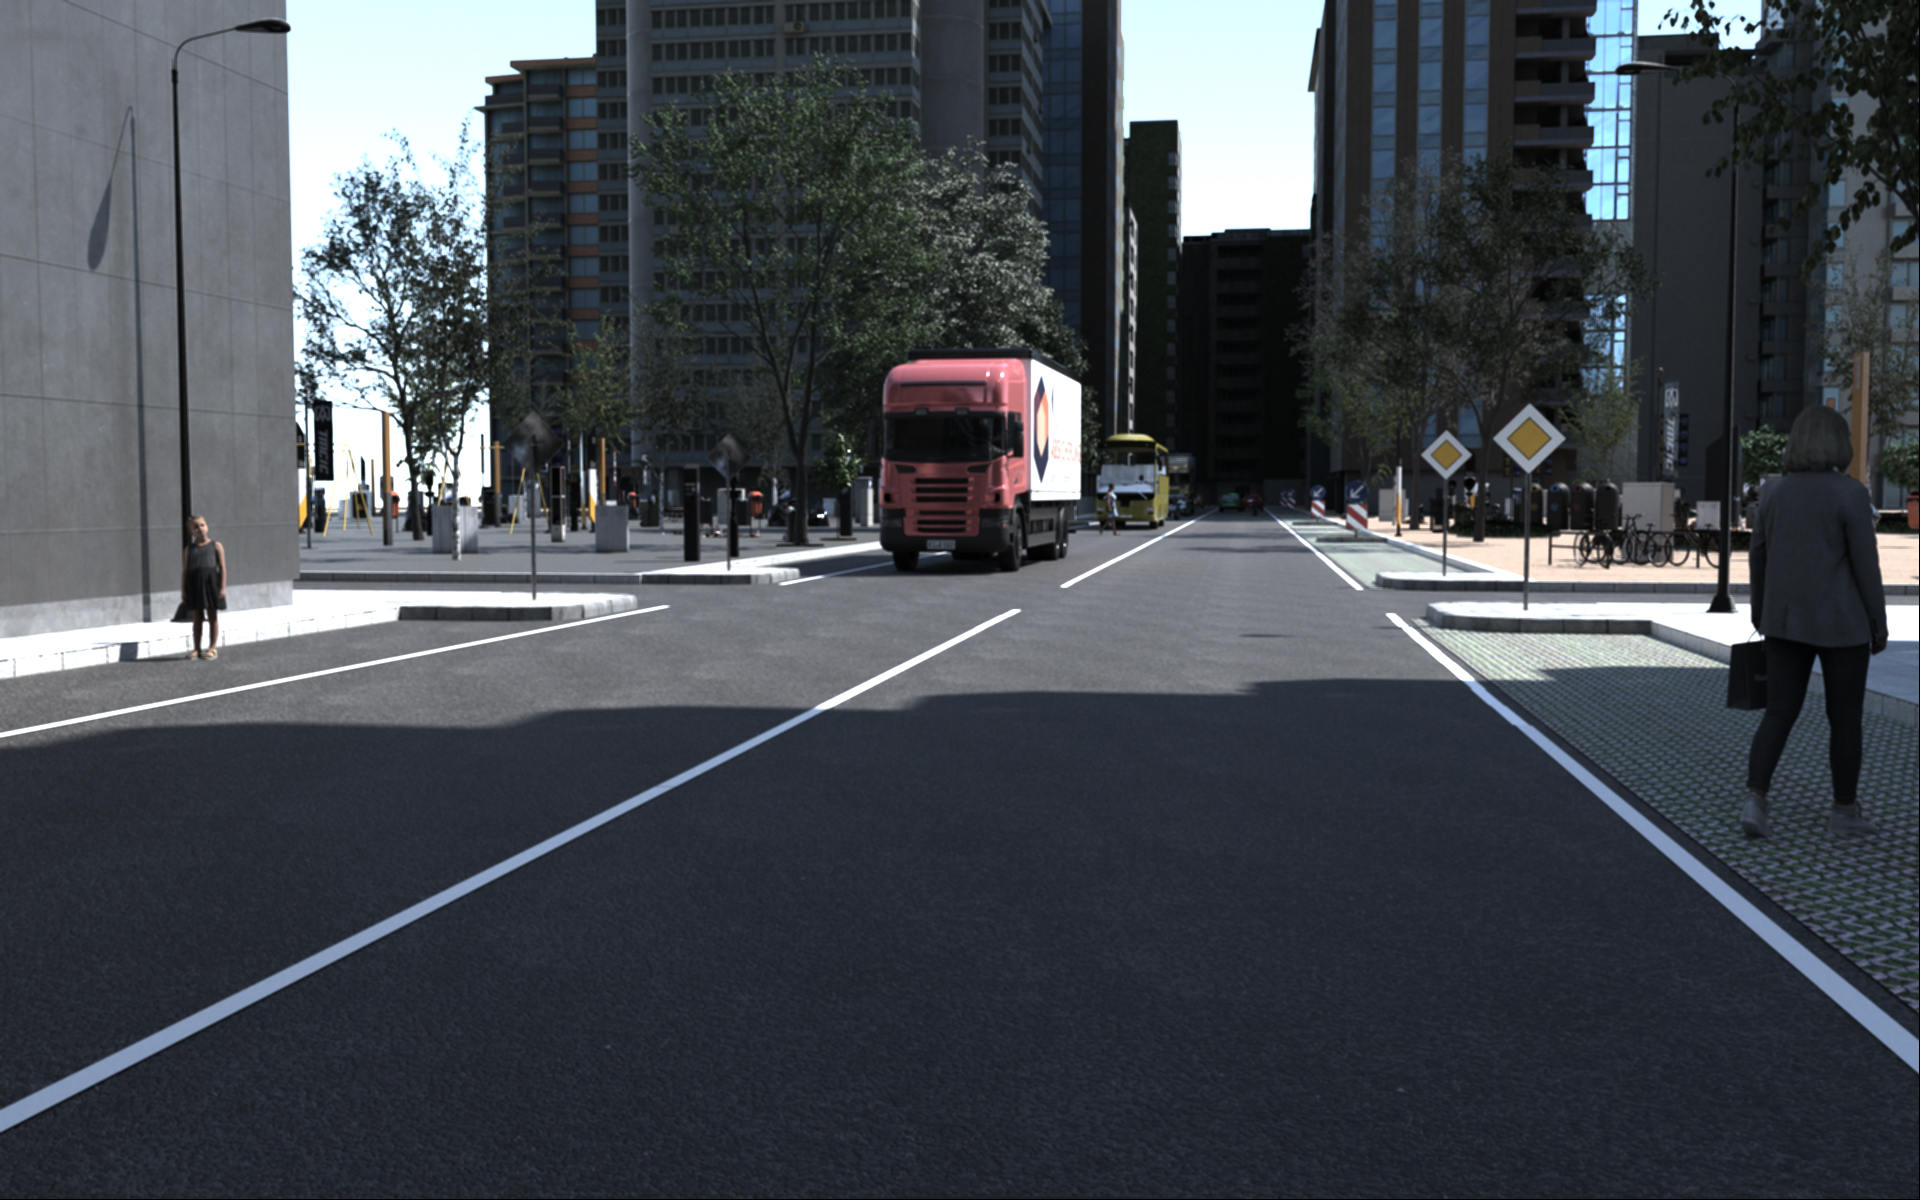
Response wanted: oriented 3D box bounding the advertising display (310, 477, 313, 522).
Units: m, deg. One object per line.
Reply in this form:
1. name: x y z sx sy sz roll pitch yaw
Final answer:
1. advertising display: -25.139 -3.728 66.160 0.123 1.923 0.974 2 4 25

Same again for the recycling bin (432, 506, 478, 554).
1. recycling bin: -10.975 -1.535 37.646 0.722 1.027 0.722 3 5 39

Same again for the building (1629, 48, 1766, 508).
1. building: 65.959 -29.314 162.876 14.086 41.232 14.154 1 4 9

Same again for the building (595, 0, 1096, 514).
1. building: -7.349 -26.015 117.233 32.217 40.220 23.993 1 4 9

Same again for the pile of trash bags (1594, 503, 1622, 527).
1. pile of trash bags: 25.629 -3.548 67.761 3.447 1.369 1.912 -2 4 -32

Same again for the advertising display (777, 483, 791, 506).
1. advertising display: -10.746 -6.111 105.126 0.974 1.923 0.123 -2 4 -27

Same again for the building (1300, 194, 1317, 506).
1. building: 40.779 -24.208 167.500 14.160 30.474 14.107 1 4 9

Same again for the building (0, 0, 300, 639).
1. building: -23.258 -12.069 16.400 30.058 24.678 14.314 1 4 9

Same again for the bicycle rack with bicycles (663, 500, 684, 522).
1. bicycle rack with bicycles: -12.892 -4.126 80.838 2.925 0.926 2.852 -3 5 -40

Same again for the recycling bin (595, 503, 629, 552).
1. recycling bin: -7.733 -1.585 38.462 0.722 1.027 0.722 -1 4 -12

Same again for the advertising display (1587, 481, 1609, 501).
1. advertising display: 30.335 -4.721 82.408 0.974 1.923 0.123 0 4 7

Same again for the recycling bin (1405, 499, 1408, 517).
1. recycling bin: 24.346 -5.098 95.906 0.722 1.027 0.722 -1 4 -9

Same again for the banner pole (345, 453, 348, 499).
1. banner pole: -37.640 -7.117 106.381 0.401 3.779 0.863 -1 4 -15

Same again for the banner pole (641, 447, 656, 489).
1. banner pole: -16.653 -6.255 92.278 0.401 3.779 0.863 3 5 40

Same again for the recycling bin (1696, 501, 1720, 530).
1. recycling bin: 26.151 -2.937 60.572 0.722 1.027 0.722 1 4 20

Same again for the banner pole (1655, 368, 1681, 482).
1. banner pole: 13.933 -2.705 34.238 0.401 3.779 0.863 -1 4 -15

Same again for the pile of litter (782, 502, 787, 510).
1. pile of litter: -9.580 -4.830 92.941 1.176 0.858 1.719 3 4 38

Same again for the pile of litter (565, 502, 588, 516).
1. pile of litter: -22.753 -5.393 102.134 1.719 0.858 1.176 0 4 -5

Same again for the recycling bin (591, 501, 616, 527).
1. recycling bin: -13.768 -3.328 66.969 0.722 1.027 0.722 2 4 25

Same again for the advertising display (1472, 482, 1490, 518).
1. advertising display: 27.983 -5.372 93.046 0.974 1.923 0.123 0 4 -7

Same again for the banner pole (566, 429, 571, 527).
1. banner pole: -15.122 -4.706 66.959 0.401 3.779 0.863 0 4 -4

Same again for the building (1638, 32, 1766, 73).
1. building: 76.718 -34.424 186.534 21.600 48.544 21.300 1 4 9

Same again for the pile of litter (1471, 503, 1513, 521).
1. pile of litter: 25.347 -4.148 81.792 1.176 0.858 1.719 -3 5 -45

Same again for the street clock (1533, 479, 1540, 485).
1. street clock: 26.985 -4.681 81.106 0.358 2.002 0.471 2 4 30

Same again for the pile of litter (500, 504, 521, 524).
1. pile of litter: -19.997 -3.764 75.512 1.719 0.858 1.176 -1 4 -15

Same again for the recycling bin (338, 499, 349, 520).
1. recycling bin: -30.829 -4.562 87.146 0.722 1.027 0.722 -3 4 -36

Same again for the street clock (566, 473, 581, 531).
1. street clock: -13.358 -3.387 59.948 0.471 2.002 0.358 2 4 29

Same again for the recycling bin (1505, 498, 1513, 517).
1. recycling bin: 31.625 -5.280 98.883 0.722 1.027 0.722 -3 4 -39

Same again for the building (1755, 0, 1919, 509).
1. building: 87.880 -32.710 154.411 30.456 49.044 23.786 1 4 9

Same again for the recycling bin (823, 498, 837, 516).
1. recycling bin: -7.699 -5.525 102.882 0.722 1.027 0.722 1 4 11

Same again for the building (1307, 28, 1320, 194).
1. building: 53.107 -36.993 194.069 27.495 52.752 28.713 1 4 9

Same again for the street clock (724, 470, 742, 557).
1. street clock: -4.613 -1.876 35.238 0.358 2.002 0.471 0 4 6

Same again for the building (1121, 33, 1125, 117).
1. building: 6.528 -28.437 148.538 14.154 41.232 14.086 1 4 9

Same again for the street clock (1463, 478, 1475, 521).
1. street clock: 22.309 -4.362 75.888 0.471 2.002 0.358 0 4 3

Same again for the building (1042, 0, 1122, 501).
1. building: 5.043 -29.617 134.350 14.600 45.320 14.200 1 4 9

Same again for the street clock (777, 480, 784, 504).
1. street clock: -9.365 -5.191 89.442 0.471 2.002 0.358 2 4 27

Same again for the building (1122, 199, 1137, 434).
1. building: 10.429 -24.519 172.593 14.107 30.474 14.160 1 4 9

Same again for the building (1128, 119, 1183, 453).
1. building: 17.562 -31.179 193.376 14.086 41.232 14.154 1 4 9

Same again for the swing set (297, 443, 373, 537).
1. swing set: -20.141 -3.426 53.634 3.119 2.851 2.862 1 4 11

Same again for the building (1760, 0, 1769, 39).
1. building: 97.533 -45.511 182.358 20.611 71.187 20.563 1 4 9

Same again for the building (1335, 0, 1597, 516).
1. building: 30.667 -27.991 107.757 14.600 45.320 14.200 1 4 9

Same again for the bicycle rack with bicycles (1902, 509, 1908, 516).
1. bicycle rack with bicycles: 42.790 -3.817 75.795 2.925 0.926 2.852 -2 4 -35

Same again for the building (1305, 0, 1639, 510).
1. building: 38.101 -49.931 129.048 22.319 86.520 31.000 1 4 9

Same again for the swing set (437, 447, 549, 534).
1. swing set: -15.655 -3.662 57.489 3.119 2.851 2.862 1 4 14

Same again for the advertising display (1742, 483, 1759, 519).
1. advertising display: 40.600 -5.113 88.818 0.974 1.923 0.123 0 4 7

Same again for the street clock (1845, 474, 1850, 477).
1. street clock: 31.566 -3.479 61.459 0.471 2.002 0.358 -2 4 -33

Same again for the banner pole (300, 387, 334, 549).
1. banner pole: -15.127 -3.104 40.768 0.863 3.779 0.401 0 4 1

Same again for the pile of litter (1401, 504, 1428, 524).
1. pile of litter: 19.591 -3.714 74.684 1.176 0.858 1.719 1 4 19

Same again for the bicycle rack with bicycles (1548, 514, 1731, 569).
1. bicycle rack with bicycles: 11.827 -1.068 30.844 2.852 0.926 2.925 -1 4 -12

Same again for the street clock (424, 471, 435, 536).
1. street clock: -16.361 -2.989 53.444 0.358 2.002 0.471 -1 4 -12

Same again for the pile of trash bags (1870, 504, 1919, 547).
1. pile of trash bags: 22.320 -2.028 42.908 1.912 1.369 3.447 -3 4 -36

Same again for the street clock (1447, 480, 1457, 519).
1. street clock: 25.289 -5.174 89.159 0.471 2.002 0.358 -1 4 -17

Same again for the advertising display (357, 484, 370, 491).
1. advertising display: -38.011 -6.435 110.429 0.974 1.923 0.123 2 4 28

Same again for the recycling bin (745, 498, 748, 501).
1. recycling bin: -12.819 -5.619 104.429 0.722 1.027 0.722 0 4 3

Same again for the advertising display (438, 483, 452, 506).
1. advertising display: -28.746 -5.597 96.730 0.123 1.923 0.974 2 4 31

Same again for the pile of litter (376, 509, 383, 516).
1. pile of litter: -33.526 -5.308 100.754 1.176 0.858 1.719 -3 5 -44

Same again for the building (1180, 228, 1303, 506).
1. building: 31.421 -25.652 191.118 14.107 30.474 14.160 1 4 9

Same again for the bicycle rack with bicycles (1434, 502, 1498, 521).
1. bicycle rack with bicycles: 21.864 -3.735 74.450 2.852 0.926 2.925 0 4 2

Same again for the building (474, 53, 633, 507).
1. building: -31.905 -31.800 174.559 28.867 44.769 22.147 1 4 9

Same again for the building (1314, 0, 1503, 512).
1. building: 38.772 -30.761 153.059 14.600 45.320 14.200 1 4 9
